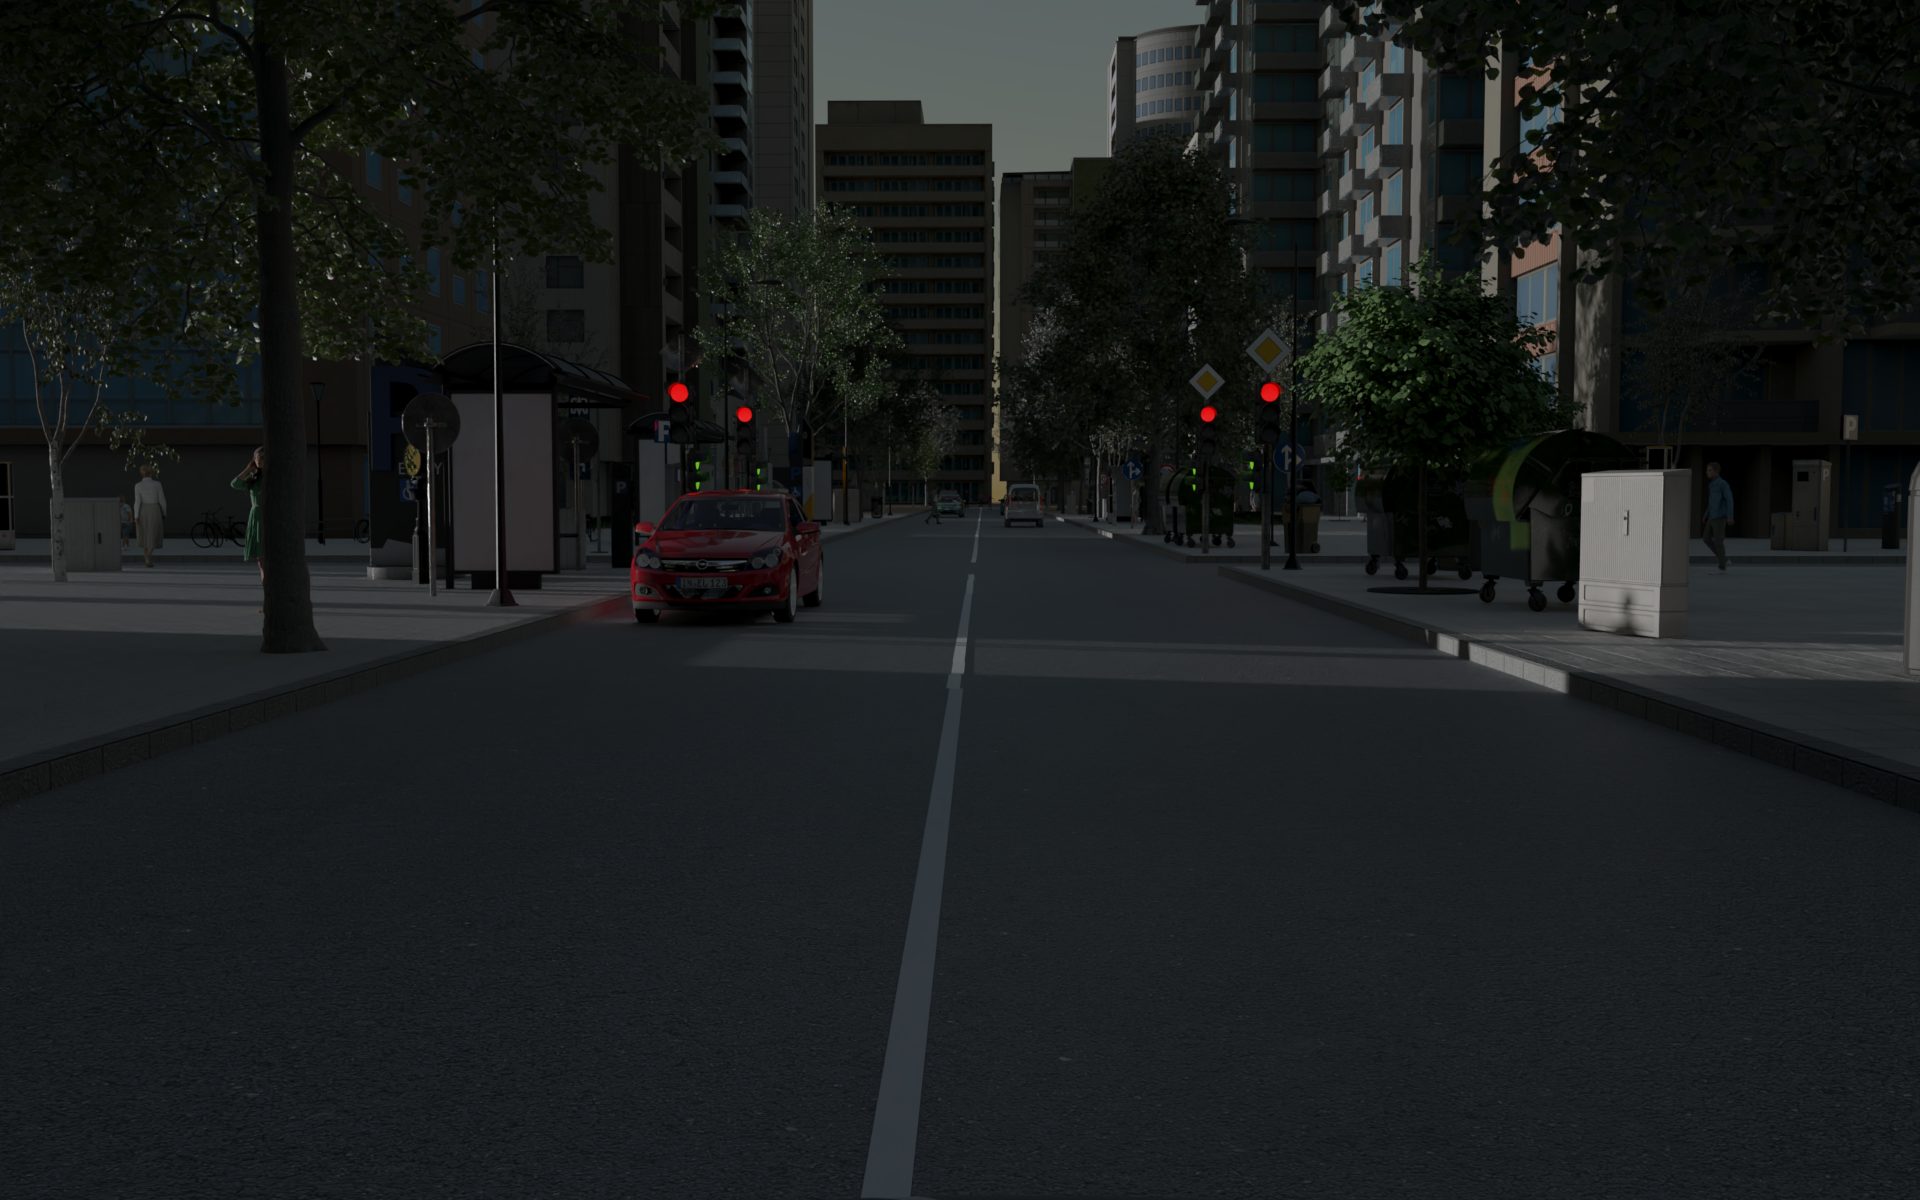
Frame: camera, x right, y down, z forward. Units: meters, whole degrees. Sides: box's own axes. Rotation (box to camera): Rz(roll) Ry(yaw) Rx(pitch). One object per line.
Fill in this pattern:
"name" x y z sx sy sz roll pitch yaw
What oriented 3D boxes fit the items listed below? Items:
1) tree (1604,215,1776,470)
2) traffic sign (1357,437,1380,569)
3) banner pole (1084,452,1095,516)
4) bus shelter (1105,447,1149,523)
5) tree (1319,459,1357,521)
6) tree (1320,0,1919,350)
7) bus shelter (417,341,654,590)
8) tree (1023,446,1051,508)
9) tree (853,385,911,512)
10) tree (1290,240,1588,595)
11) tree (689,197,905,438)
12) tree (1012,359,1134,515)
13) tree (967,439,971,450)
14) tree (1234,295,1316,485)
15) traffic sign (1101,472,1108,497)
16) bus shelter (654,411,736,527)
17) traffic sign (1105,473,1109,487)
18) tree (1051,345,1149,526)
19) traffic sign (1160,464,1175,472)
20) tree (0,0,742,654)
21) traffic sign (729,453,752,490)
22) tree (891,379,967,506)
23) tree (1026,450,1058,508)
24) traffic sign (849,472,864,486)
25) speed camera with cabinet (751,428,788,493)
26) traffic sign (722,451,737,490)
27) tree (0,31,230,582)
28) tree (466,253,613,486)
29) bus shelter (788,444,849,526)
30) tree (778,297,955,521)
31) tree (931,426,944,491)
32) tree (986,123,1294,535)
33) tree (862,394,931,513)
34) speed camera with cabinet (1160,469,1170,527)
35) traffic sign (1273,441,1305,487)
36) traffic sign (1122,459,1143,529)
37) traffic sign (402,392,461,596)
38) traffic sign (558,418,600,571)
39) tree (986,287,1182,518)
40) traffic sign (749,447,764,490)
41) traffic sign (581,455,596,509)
"tree" 18.585 -5.772 44.741 4.360 8.622 3.978 0 3 0
"traffic sign" 7.170 -1.807 29.655 0.768 2.556 0.104 1 4 8
"banner pole" 7.651 -6.859 102.169 0.863 3.779 0.401 -2 4 -25
"bus shelter" 7.600 -5.084 77.053 2.014 3.302 5.546 0 4 1
"tree" 17.938 -5.303 81.311 1.663 3.219 1.824 0 3 0
"tree" 5.755 -6.264 9.068 9.857 13.997 8.962 0 3 0
"bus shelter" -6.135 -1.945 25.721 2.014 3.302 5.546 0 4 1
"tree" 7.735 -12.642 157.056 4.360 8.622 3.978 0 3 0
"tree" -4.988 -9.640 107.976 4.360 8.622 3.978 0 3 0
"tree" 6.062 -2.382 22.663 4.285 4.588 4.351 0 3 0
"tree" -5.835 -8.315 61.713 9.928 11.665 9.643 0 3 0
"tree" 7.426 -10.533 106.622 8.767 10.594 7.601 0 4 -6
"tree" 7.715 -16.450 179.332 12.009 13.543 11.850 0 3 0
"tree" 11.386 -6.986 64.579 4.360 8.622 3.978 0 3 0
"traffic sign" 8.314 -6.216 101.745 0.768 2.556 0.104 0 4 3
"bus shelter" -7.239 -3.136 45.199 2.014 3.302 5.546 0 4 1
"traffic sign" 8.757 -6.259 102.436 0.768 2.556 0.104 1 4 10
"tree" 6.135 -7.245 68.814 4.360 8.622 3.978 0 3 0
"traffic sign" 8.693 -4.458 72.987 0.768 2.556 0.104 0 4 2
"tree" -5.332 -5.823 13.341 7.486 12.596 7.792 0 3 0
"traffic sign" -5.456 -2.505 43.086 0.606 2.300 0.079 1 4 8
"tree" -3.634 -16.723 183.783 12.009 13.543 11.850 0 3 0
"tree" 8.461 -13.058 163.855 4.737 8.622 4.395 0 3 0
"traffic sign" -6.072 -6.233 101.914 0.884 2.594 0.081 0 4 4
"speed camera with cabinet" -5.786 -3.542 52.244 0.660 3.252 2.038 1 4 14
"traffic sign" -6.663 -3.116 51.059 0.768 2.556 0.104 1 4 9
"tree" -12.991 -4.563 24.962 4.360 8.622 3.978 0 3 0
"tree" -12.674 -6.170 51.247 4.360 8.622 3.978 0 3 0
"bus shelter" -5.859 -4.786 72.175 2.014 3.302 5.546 0 4 1
"tree" -4.524 -8.998 81.530 7.601 10.594 8.767 2 4 32
"tree" -4.369 -13.307 167.929 4.737 8.622 4.395 0 3 0
"tree" 6.054 -8.371 53.870 9.611 12.733 9.660 0 3 0
"tree" -5.001 -10.059 114.820 4.737 8.622 4.395 0 3 0
"speed camera with cabinet" 7.315 -4.163 62.407 0.660 3.252 2.038 0 4 6
"traffic sign" 7.967 -2.561 41.979 0.768 2.556 0.104 0 4 5
"traffic sign" 6.290 -3.857 63.165 0.768 2.556 0.104 1 4 10
"traffic sign" -6.641 -1.324 21.756 0.768 2.556 0.104 0 4 7
"traffic sign" -6.387 -1.761 28.901 0.768 2.556 0.104 0 4 2
"tree" 7.532 -11.208 93.613 12.009 13.543 11.850 0 3 0
"traffic sign" -5.392 -2.707 44.372 0.768 2.556 0.104 0 4 6
"traffic sign" -8.307 -2.326 38.138 0.768 2.556 0.104 0 4 8
